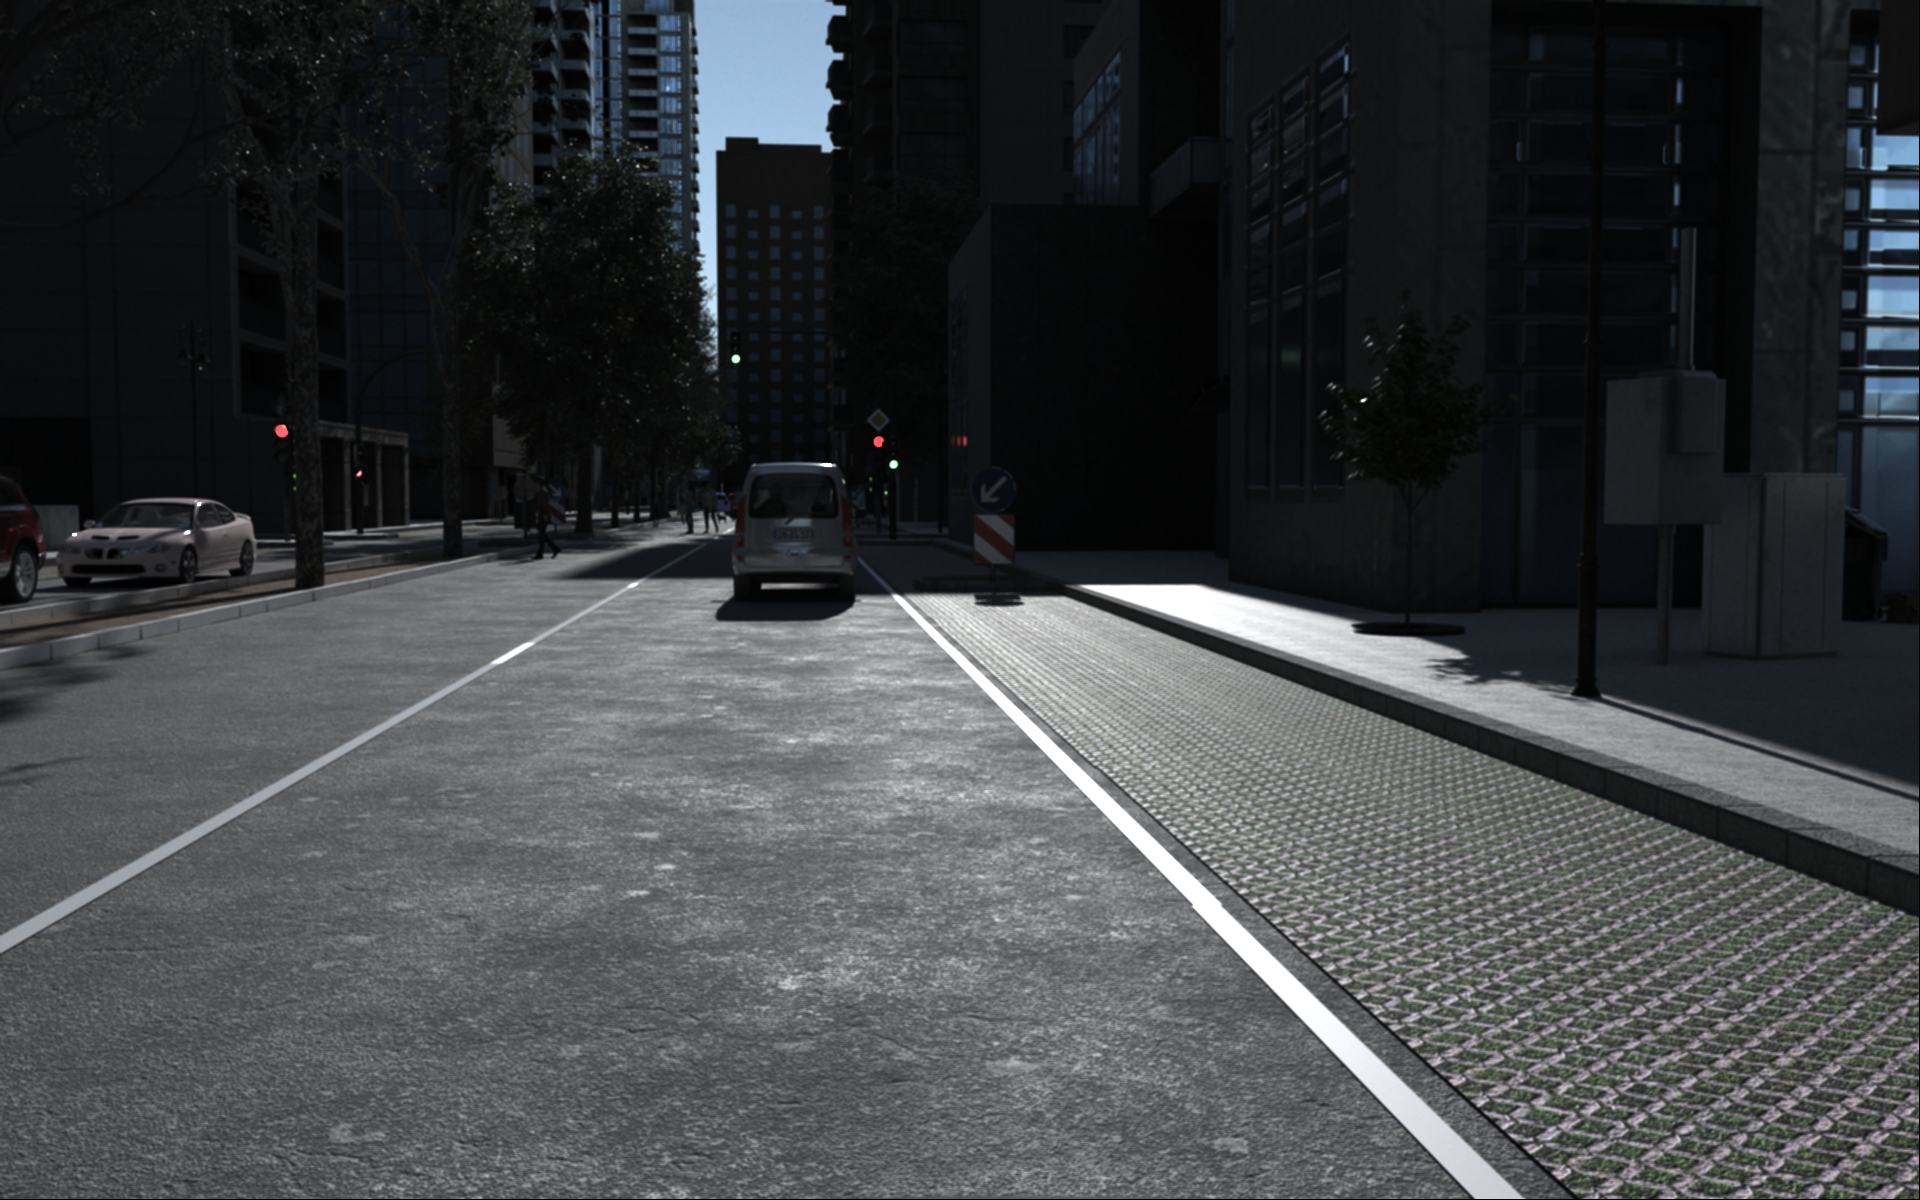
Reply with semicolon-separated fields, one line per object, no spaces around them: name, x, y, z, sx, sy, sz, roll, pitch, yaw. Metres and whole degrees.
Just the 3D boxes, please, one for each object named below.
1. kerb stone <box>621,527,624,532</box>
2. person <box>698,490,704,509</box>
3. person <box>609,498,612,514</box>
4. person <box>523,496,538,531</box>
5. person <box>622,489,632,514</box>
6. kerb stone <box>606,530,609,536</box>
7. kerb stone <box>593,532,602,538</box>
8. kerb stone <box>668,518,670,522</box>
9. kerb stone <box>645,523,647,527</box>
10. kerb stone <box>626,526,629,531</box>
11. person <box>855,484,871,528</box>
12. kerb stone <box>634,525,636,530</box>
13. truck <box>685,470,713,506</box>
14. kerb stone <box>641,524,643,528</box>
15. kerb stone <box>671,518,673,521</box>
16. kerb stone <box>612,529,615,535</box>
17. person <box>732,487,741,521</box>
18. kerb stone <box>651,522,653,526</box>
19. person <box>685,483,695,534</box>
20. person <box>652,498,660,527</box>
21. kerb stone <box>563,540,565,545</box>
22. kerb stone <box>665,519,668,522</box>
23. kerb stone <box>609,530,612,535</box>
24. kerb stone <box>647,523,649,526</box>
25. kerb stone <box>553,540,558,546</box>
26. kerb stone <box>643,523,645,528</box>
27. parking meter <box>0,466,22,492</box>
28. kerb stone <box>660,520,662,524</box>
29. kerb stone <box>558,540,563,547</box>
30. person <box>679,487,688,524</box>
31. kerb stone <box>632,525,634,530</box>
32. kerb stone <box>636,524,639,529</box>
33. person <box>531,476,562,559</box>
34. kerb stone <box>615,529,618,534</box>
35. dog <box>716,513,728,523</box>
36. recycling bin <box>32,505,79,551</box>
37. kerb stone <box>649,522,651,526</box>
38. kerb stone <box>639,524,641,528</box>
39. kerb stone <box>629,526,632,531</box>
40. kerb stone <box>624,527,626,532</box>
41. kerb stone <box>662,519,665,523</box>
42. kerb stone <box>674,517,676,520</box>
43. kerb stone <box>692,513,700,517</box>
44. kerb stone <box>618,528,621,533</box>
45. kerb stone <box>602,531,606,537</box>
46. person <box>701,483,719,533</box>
kerb stone;-12.636;-2.557;63.997;0.120;0.150;1.000;0;4;-5
person;-24.368;-9.504;163.893;1.348;1.823;0.705;3;5;41
person;-23.361;-6.268;115.988;0.505;1.210;0.382;3;5;43
person;-16.595;-3.587;67.108;0.822;1.834;0.622;-3;5;-42
person;-23.551;-6.945;122.455;0.661;1.777;0.834;1;4;13
kerb stone;-12.140;-2.245;58.899;0.120;0.150;1.000;0;4;-5
kerb stone;-11.946;-2.120;56.862;0.120;0.150;1.000;0;4;-5
kerb stone;-14.888;-3.995;87.521;0.120;0.150;1.000;0;4;-5
kerb stone;-13.614;-3.183;74.238;0.120;0.150;1.000;0;4;-5
kerb stone;-12.828;-2.679;66.048;0.120;0.150;1.000;0;4;-5
person;-4.106;-3.964;73.187;0.818;1.842;0.514;-2;4;-26
kerb stone;-13.125;-2.870;69.118;0.120;0.150;1.000;0;4;-5
truck;-29.501;-12.692;197.264;2.967;4.110;18.799;0;4;-7
kerb stone;-13.420;-3.049;72.187;0.120;0.150;1.000;0;4;-5
kerb stone;-15.081;-4.120;89.559;0.120;0.150;1.000;0;4;-5
kerb stone;-12.328;-2.370;60.937;0.120;0.150;1.000;0;4;-5
person;-12.086;-5.239;94.025;0.748;1.841;0.638;-1;4;-16
kerb stone;-13.903;-3.371;77.306;0.120;0.150;1.000;0;4;-5
person;-9.734;-3.300;62.458;0.388;1.821;0.555;-1;4;-12
person;-13.279;-3.825;75.706;0.362;1.253;0.373;1;4;13
kerb stone;-11.109;-1.590;48.184;0.120;0.150;1.000;0;4;-5
kerb stone;-14.790;-3.930;86.498;0.120;0.150;1.000;0;4;-5
kerb stone;-12.240;-2.305;59.916;0.120;0.150;1.000;0;4;-5
kerb stone;-13.710;-3.245;75.256;0.120;0.150;1.000;0;4;-5
kerb stone;-10.916;-1.465;46.144;0.120;0.150;1.000;0;4;-5
kerb stone;-13.519;-3.120;73.214;0.120;0.150;1.000;0;4;-5
parking meter;-19.529;-1.833;35.683;0.255;1.863;0.399;0;4;1
kerb stone;-14.400;-3.683;82.407;0.120;0.150;1.000;0;4;-5
kerb stone;-11.016;-1.527;47.162;0.120;0.150;1.000;0;4;-5
person;-13.202;-4.519;82.942;0.519;1.759;0.362;-2;4;-28
kerb stone;-13.030;-2.799;68.093;0.120;0.150;1.000;0;4;-5
kerb stone;-13.219;-2.932;70.136;0.120;0.150;1.000;0;4;-5
person;-9.246;-1.839;38.484;0.656;1.842;0.836;3;5;41
kerb stone;-12.437;-2.432;61.954;0.120;0.150;1.000;0;4;-5
dog;-11.599;-3.984;84.421;0.406;0.507;0.540;1;4;19
recycling bin;-20.589;-1.644;39.427;0.722;1.027;0.722;2;4;29
kerb stone;-13.816;-3.308;76.278;0.120;0.150;1.000;0;4;-5
kerb stone;-13.321;-2.995;71.156;0.120;0.150;1.000;0;4;-5
kerb stone;-12.926;-2.745;67.072;0.120;0.150;1.000;0;4;-5
kerb stone;-12.730;-2.616;65.023;0.120;0.150;1.000;0;4;-5
kerb stone;-14.602;-3.808;84.451;0.120;0.150;1.000;0;4;-5
kerb stone;-15.275;-4.241;91.616;0.120;0.150;1.000;0;4;-5
kerb stone;-17.536;-5.674;115.102;0.120;0.150;1.000;0;4;-5
kerb stone;-12.529;-2.492;62.972;0.120;0.150;1.000;0;4;-5
kerb stone;-12.046;-2.180;57.881;0.120;0.150;1.000;0;4;-5
person;-9.246;-3.409;64.083;0.661;1.843;0.795;1;4;15
